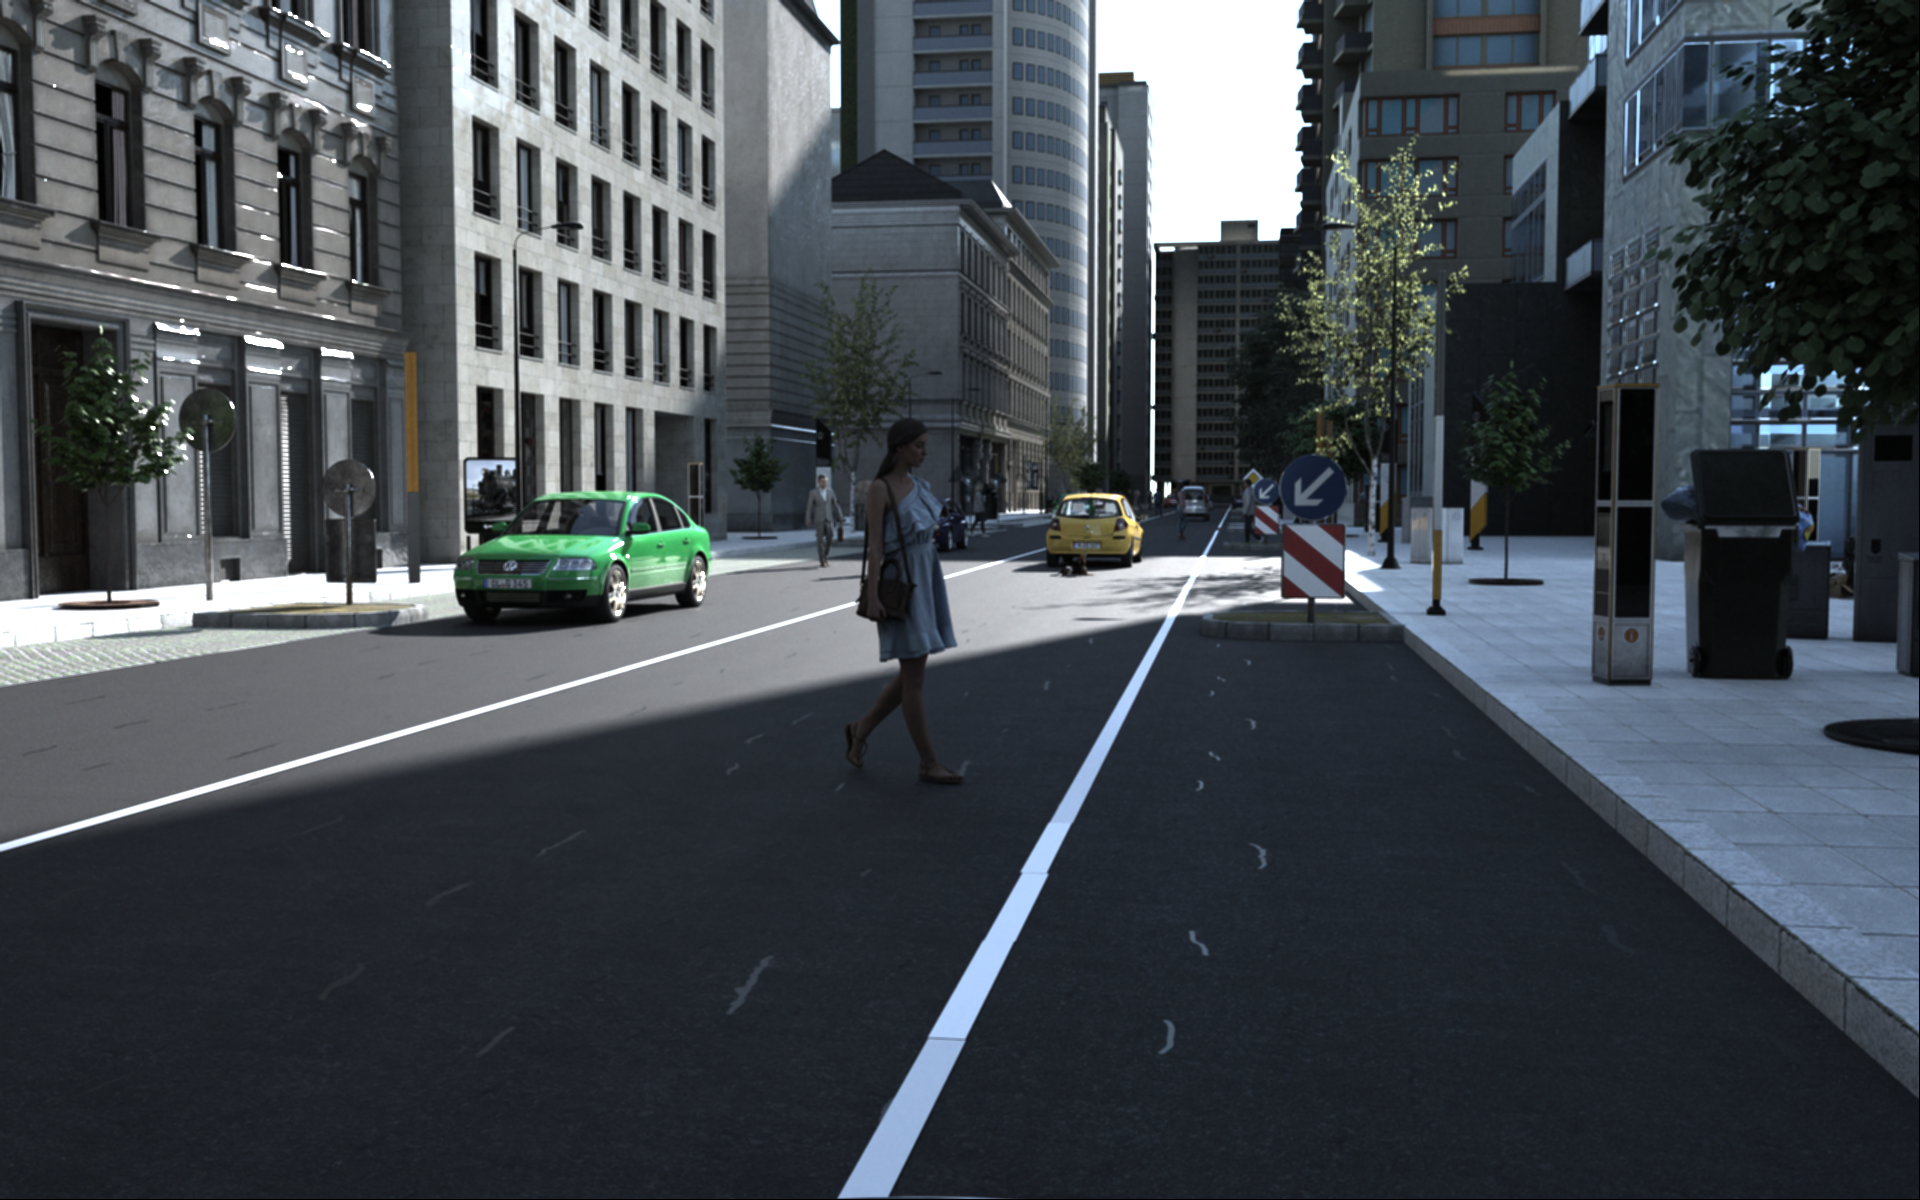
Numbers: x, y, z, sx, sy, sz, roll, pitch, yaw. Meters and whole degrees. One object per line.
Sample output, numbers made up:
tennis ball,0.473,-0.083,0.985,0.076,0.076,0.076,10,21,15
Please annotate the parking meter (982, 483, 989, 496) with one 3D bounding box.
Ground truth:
parking meter,1.341,-5.265,91.786,0.255,1.863,0.399,2,4,35

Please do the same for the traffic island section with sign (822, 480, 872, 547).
traffic island section with sign,-2.621,-2.358,47.173,1.989,1.847,2.006,1,4,9

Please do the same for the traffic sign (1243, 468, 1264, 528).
traffic sign,11.218,-3.831,66.282,0.795,2.450,0.064,1,4,9

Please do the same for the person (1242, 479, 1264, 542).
person,7.876,-2.346,46.708,0.795,1.843,0.661,2,4,29

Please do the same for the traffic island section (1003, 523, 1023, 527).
traffic island section,1.652,-3.284,75.976,2.009,0.180,2.903,1,4,9

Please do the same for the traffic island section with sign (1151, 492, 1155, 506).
traffic island section with sign,22.375,-11.909,203.342,1.989,1.847,2.006,1,4,9

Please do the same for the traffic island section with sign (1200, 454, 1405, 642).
traffic island section with sign,3.503,-0.567,17.897,1.989,1.847,2.006,1,4,9

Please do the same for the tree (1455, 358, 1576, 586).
tree,7.950,-1.842,24.717,1.663,3.219,1.824,0,3,0

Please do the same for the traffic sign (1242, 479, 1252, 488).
traffic sign,12.480,-4.313,74.167,0.795,2.450,0.064,1,4,9

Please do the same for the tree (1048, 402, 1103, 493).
tree,9.206,-11.465,137.814,4.737,8.622,4.395,0,3,0

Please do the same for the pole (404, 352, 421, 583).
pole,-7.905,-1.905,24.991,0.158,3.312,0.155,0,3,0

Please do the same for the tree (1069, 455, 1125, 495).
tree,10.692,-9.885,145.332,4.285,4.588,4.351,0,3,0

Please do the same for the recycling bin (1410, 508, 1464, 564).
recycling bin,8.814,-1.190,32.012,0.722,1.027,0.722,-1,4,-15

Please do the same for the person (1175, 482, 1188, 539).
person,7.038,-2.844,55.003,0.388,1.821,0.555,-1,4,-16

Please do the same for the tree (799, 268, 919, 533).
tree,-3.495,-6.547,57.413,4.737,8.622,4.395,0,3,0

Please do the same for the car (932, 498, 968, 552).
car,-0.881,-1.942,44.329,1.945,1.354,3.894,1,4,9

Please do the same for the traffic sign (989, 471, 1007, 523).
traffic sign,1.676,-4.420,75.911,0.795,2.450,0.064,1,4,9

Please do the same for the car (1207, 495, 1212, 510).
car,22.327,-9.025,159.554,2.014,1.417,4.499,1,4,10

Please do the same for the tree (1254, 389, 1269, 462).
tree,15.945,-8.061,82.158,4.360,8.622,3.978,0,3,0

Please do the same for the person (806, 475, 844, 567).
person,-2.669,-1.560,34.132,0.709,1.813,0.853,-2,4,-27

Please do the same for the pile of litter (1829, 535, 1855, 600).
pile of litter,11.067,-0.477,21.764,1.176,0.858,1.719,3,5,40

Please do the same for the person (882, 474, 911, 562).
person,-1.014,-1.401,31.501,0.778,1.811,0.616,-1,4,-15

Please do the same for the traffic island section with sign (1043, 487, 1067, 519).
traffic island section with sign,5.918,-5.620,100.515,1.989,1.847,2.006,1,4,9

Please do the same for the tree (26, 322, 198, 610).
tree,-9.705,-1.520,19.447,1.663,3.219,1.824,0,3,0

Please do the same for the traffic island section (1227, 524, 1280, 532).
traffic island section,11.243,-2.696,66.356,2.009,0.180,2.903,1,4,9

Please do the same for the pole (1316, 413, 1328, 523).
pole,9.041,-3.036,43.483,0.158,3.312,0.155,0,3,0

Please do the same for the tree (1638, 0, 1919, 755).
tree,5.265,-1.530,8.733,4.285,4.588,4.351,0,3,0

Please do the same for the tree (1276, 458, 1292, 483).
tree,17.756,-5.992,92.574,1.663,3.219,1.824,0,3,0

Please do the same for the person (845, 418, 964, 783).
person,-0.323,-0.006,8.699,0.778,1.811,0.616,3,4,37

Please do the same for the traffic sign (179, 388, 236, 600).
traffic sign,-9.067,-1.269,20.855,0.768,2.556,0.104,1,4,12

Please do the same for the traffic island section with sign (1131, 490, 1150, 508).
traffic island section with sign,18.120,-10.281,176.723,1.989,1.847,2.006,1,4,9

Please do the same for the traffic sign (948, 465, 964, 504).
traffic sign,-0.102,-4.737,77.452,0.884,2.594,0.081,1,4,14

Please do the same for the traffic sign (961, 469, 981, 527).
traffic sign,0.414,-3.938,68.025,0.795,2.450,0.064,1,4,9

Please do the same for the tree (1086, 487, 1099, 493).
tree,12.158,-10.012,158.294,1.663,3.219,1.824,0,3,0

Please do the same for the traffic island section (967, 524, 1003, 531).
traffic island section,0.390,-2.802,68.091,2.009,0.180,2.903,1,4,9

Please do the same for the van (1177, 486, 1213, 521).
van,12.663,-5.310,93.826,2.013,2.044,4.112,1,4,10

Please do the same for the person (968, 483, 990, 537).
person,0.627,-3.008,57.867,0.728,1.800,0.709,0,4,-3

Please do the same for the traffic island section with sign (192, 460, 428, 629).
traffic island section with sign,-7.080,-0.652,19.293,1.989,1.847,2.006,1,4,9

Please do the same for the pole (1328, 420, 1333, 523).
pole,10.229,-3.309,47.951,0.158,3.312,0.155,0,3,0

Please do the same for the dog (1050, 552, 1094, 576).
dog,1.966,-0.625,30.413,0.748,0.427,0.550,1,4,12

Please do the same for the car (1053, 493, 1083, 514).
car,5.332,-4.395,80.650,1.959,1.807,4.718,0,4,7

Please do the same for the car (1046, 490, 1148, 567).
car,2.803,-1.543,35.458,2.015,1.641,3.980,1,4,10

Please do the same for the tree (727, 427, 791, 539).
tree,-5.815,-3.375,49.785,1.663,3.219,1.824,0,3,0

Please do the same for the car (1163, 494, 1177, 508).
car,22.102,-10.416,179.342,2.155,1.783,4.494,0,4,7

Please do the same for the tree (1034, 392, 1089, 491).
tree,7.377,-10.636,124.268,4.360,8.622,3.978,0,3,0

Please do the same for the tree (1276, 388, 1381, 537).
tree,11.271,-4.196,52.322,4.285,4.588,4.351,0,3,0

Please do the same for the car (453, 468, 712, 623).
car,-4.422,-0.735,20.815,1.959,1.807,4.718,1,4,10

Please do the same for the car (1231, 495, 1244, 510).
car,25.847,-8.959,159.055,1.945,1.354,3.894,0,4,7

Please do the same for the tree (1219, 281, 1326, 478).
tree,20.605,-12.113,104.699,9.857,13.997,8.962,0,3,0

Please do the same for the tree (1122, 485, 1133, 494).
tree,19.730,-12.848,204.670,1.663,3.219,1.824,0,3,0

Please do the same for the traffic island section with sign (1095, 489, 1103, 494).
traffic island section with sign,10.302,-7.296,127.925,1.989,1.847,2.006,1,4,9

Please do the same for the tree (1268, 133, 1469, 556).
tree,8.617,-5.248,36.167,4.360,8.622,3.978,0,3,0

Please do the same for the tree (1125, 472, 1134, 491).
tree,18.148,-13.136,198.480,4.285,4.588,4.351,0,3,0
